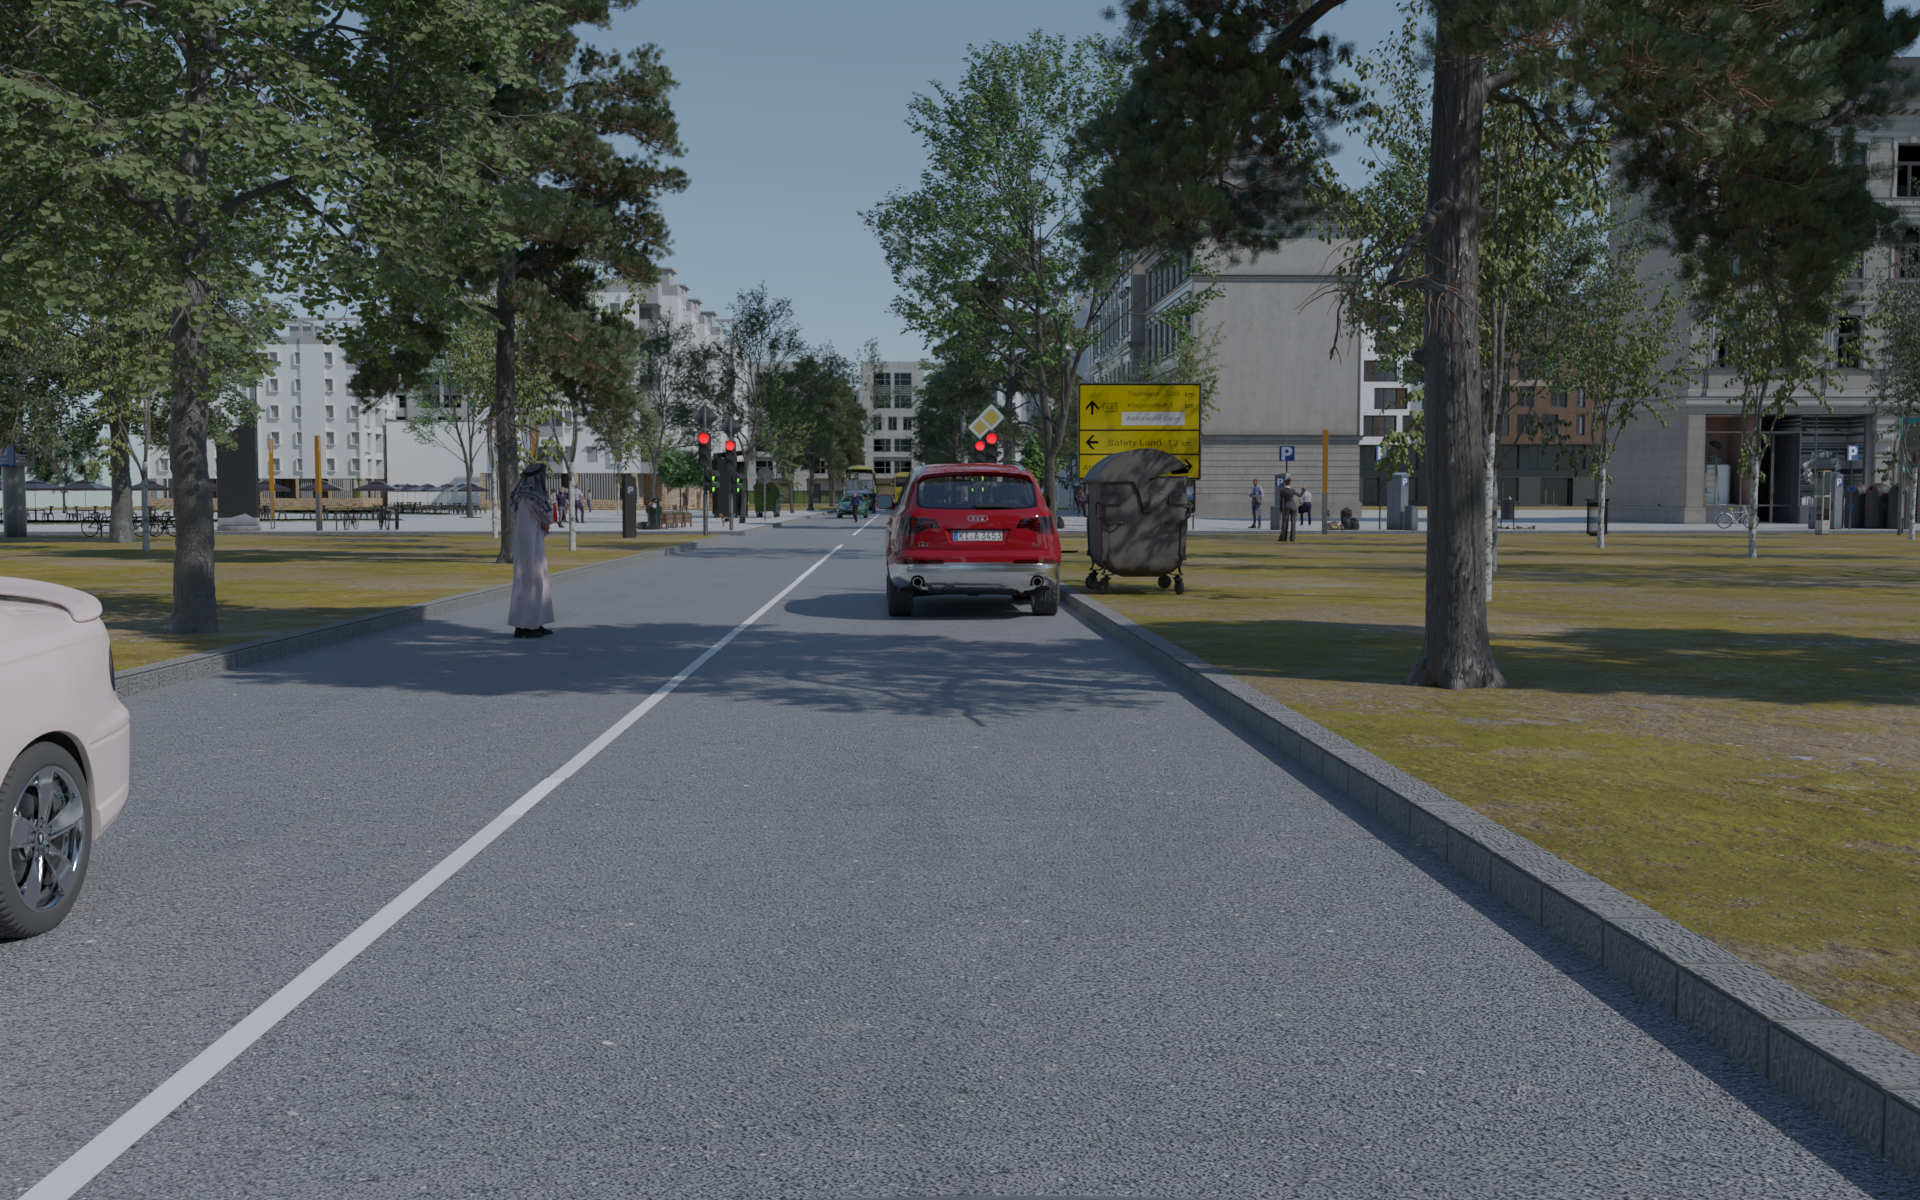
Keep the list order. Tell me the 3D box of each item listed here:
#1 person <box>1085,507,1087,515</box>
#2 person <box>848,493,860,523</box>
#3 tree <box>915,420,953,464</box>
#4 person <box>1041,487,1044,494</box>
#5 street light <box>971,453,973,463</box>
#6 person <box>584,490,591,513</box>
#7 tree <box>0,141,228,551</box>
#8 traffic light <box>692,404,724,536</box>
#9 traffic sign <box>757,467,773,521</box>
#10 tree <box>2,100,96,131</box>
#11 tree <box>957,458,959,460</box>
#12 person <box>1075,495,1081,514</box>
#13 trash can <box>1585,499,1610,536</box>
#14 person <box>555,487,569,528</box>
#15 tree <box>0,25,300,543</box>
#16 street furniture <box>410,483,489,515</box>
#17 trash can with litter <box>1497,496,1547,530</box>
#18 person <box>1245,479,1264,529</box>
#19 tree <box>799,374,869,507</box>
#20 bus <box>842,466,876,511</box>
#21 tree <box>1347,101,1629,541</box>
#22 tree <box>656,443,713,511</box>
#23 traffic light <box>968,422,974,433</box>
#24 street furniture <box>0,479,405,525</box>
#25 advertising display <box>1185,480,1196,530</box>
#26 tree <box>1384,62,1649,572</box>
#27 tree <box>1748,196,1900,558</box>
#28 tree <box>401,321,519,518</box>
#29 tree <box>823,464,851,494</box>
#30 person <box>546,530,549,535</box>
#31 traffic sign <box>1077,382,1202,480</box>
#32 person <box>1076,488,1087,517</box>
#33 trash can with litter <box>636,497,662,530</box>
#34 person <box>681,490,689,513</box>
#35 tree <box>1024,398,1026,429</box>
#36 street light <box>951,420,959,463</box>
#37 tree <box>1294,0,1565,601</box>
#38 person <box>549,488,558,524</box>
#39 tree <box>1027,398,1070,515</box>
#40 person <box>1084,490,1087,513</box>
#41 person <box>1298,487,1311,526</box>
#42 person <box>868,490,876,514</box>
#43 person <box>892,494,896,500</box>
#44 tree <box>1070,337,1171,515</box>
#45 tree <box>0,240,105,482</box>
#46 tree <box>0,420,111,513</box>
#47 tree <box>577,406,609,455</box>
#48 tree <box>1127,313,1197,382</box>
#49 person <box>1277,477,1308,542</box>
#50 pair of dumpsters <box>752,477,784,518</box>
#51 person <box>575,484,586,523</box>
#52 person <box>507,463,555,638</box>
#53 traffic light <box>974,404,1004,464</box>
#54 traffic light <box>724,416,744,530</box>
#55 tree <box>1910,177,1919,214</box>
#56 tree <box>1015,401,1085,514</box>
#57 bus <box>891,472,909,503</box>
[{"bbox_3d":[5.030,-3.487,65.261,0.590,1.554,0.614,2,4,33],"label":"person"},{"bbox_3d":[-5.344,-4.628,86.864,0.600,1.496,0.574,-1,4,-19],"label":"person"},{"bbox_3d":[-2.505,-13.652,173.571,4.360,8.622,3.978,0,3,0],"label":"tree"},{"bbox_3d":[3.330,-3.857,68.971,0.709,1.838,0.599,1,4,18],"label":"person"},{"bbox_3d":[0.515,-6.317,76.075,0.468,5.910,1.993,0,4,-2],"label":"street light"},{"bbox_3d":[-25.603,-6.815,119.432,0.435,1.587,0.963,0,4,3],"label":"person"},{"bbox_3d":[-18.486,-5.395,38.576,4.737,8.622,4.395,0,3,0],"label":"tree"},{"bbox_3d":[-7.816,-3.913,53.224,0.839,4.213,0.868,0,4,-2],"label":"traffic light"},{"bbox_3d":[-9.349,-5.067,82.947,0.768,2.556,0.104,0,4,-1],"label":"traffic sign"},{"bbox_3d":[-15.676,-4.706,27.314,4.737,8.622,4.395,0,3,0],"label":"tree"},{"bbox_3d":[-1.400,-14.220,182.852,4.737,8.622,4.395,0,3,0],"label":"tree"},{"bbox_3d":[7.438,-6.133,108.863,0.480,1.512,0.613,0,4,3],"label":"person"},{"bbox_3d":[19.428,-2.516,52.797,0.748,1.137,0.748,0,3,0],"label":"trash can"},{"bbox_3d":[-15.070,-3.509,65.620,0.569,1.553,0.471,-2,4,-24],"label":"person"},{"bbox_3d":[-22.293,-8.486,45.405,9.857,13.997,8.962,0,3,0],"label":"tree"},{"bbox_3d":[-40.769,-6.716,114.836,14.083,1.986,27.439,-2,4,-32],"label":"street furniture"},{"bbox_3d":[20.200,-3.172,62.919,1.678,1.210,2.233,-3,5,-44],"label":"trash can with litter"},{"bbox_3d":[10.892,-3.568,64.249,0.599,1.838,0.709,-2,4,-33],"label":"person"},{"bbox_3d":[-14.078,-17.077,186.626,7.806,13.903,7.818,0,3,0],"label":"tree"},{"bbox_3d":[-8.798,-9.895,153.322,2.896,3.916,12.252,0,4,-2],"label":"bus"},{"bbox_3d":[13.999,-7.404,46.819,9.928,11.665,9.643,0,3,0],"label":"tree"},{"bbox_3d":[-17.038,-7.430,105.189,4.285,4.588,4.351,0,3,0],"label":"tree"},{"bbox_3d":[0.679,-4.420,61.506,0.839,4.213,0.868,0,4,-2],"label":"traffic light"},{"bbox_3d":[-38.801,-4.330,75.822,27.439,1.986,14.083,-1,4,-16],"label":"street furniture"},{"bbox_3d":[8.038,-3.500,62.434,0.974,1.923,0.123,3,4,37],"label":"advertising display"},{"bbox_3d":[8.810,-4.759,28.172,4.360,8.622,3.978,0,3,0],"label":"tree"},{"bbox_3d":[16.221,-5.158,34.698,4.737,8.622,4.395,0,3,0],"label":"tree"},{"bbox_3d":[-26.476,-10.234,93.075,9.928,11.665,9.643,0,3,0],"label":"tree"},{"bbox_3d":[-13.258,-15.049,196.407,4.360,8.622,3.978,0,3,0],"label":"tree"},{"bbox_3d":[-13.599,-2.863,55.837,0.750,1.759,0.617,0,4,8],"label":"person"},{"bbox_3d":[3.271,-2.310,31.647,2.265,3.308,0.079,0,3,0],"label":"traffic sign"},{"bbox_3d":[6.811,-5.481,97.129,0.593,1.643,0.415,-1,4,-17],"label":"person"},{"bbox_3d":[-11.204,-3.104,62.137,1.055,1.170,0.624,2,4,26],"label":"trash can with litter"},{"bbox_3d":[-17.882,-6.431,112.655,0.415,1.643,0.593,2,4,28],"label":"person"},{"bbox_3d":[6.295,-10.531,122.546,4.360,8.622,3.978,0,3,0],"label":"tree"},{"bbox_3d":[-0.280,-8.152,106.075,0.468,5.910,1.993,0,4,-2],"label":"street light"},{"bbox_3d":[6.132,-4.302,20.699,4.737,8.622,4.395,0,3,0],"label":"tree"},{"bbox_3d":[-17.655,-4.078,75.180,0.387,1.526,0.523,-2,4,-23],"label":"person"},{"bbox_3d":[6.906,-9.455,104.954,4.360,8.622,3.978,0,3,0],"label":"tree"},{"bbox_3d":[8.795,-6.952,119.581,0.709,1.838,0.599,2,4,32],"label":"person"},{"bbox_3d":[14.059,-3.818,70.685,0.614,1.554,0.590,-1,4,-19],"label":"person"},{"bbox_3d":[-6.442,-7.224,127.053,0.568,1.767,0.683,0,4,3],"label":"person"},{"bbox_3d":[-6.049,-8.712,154.123,0.628,1.438,0.799,0,4,3],"label":"person"},{"bbox_3d":[8.046,-8.082,82.498,4.360,8.622,3.978,0,3,0],"label":"tree"},{"bbox_3d":[-18.778,-5.073,33.309,4.360,8.622,3.978,0,3,0],"label":"tree"},{"bbox_3d":[-62.942,-8.910,108.582,11.467,7.101,20.602,0,4,2],"label":"tree"},{"bbox_3d":[-15.206,-9.278,86.100,7.601,10.594,8.767,3,5,41],"label":"tree"},{"bbox_3d":[8.647,-7.186,67.857,4.737,8.622,4.395,0,3,0],"label":"tree"},{"bbox_3d":[8.982,-2.443,46.787,0.742,1.727,0.445,-1,4,-16],"label":"person"},{"bbox_3d":[-10.552,-5.670,95.201,1.574,2.255,4.436,0,4,-2],"label":"pair of dumpsters"},{"bbox_3d":[-16.810,-4.240,76.298,0.756,1.711,0.436,2,4,35],"label":"person"},{"bbox_3d":[-4.265,-0.500,17.337,0.551,1.740,0.621,3,5,43],"label":"person"},{"bbox_3d":[0.941,-3.932,53.525,0.839,4.213,0.868,0,4,-2],"label":"traffic light"},{"bbox_3d":[-8.077,-4.401,61.205,0.839,4.213,0.868,0,4,-2],"label":"traffic light"},{"bbox_3d":[22.943,-5.478,39.929,4.360,8.622,3.978,0,3,0],"label":"tree"},{"bbox_3d":[6.737,-10.839,127.574,4.737,8.622,4.395,0,3,0],"label":"tree"},{"bbox_3d":[-6.240,-12.441,194.959,2.896,3.916,12.252,0,4,-3],"label":"bus"}]
